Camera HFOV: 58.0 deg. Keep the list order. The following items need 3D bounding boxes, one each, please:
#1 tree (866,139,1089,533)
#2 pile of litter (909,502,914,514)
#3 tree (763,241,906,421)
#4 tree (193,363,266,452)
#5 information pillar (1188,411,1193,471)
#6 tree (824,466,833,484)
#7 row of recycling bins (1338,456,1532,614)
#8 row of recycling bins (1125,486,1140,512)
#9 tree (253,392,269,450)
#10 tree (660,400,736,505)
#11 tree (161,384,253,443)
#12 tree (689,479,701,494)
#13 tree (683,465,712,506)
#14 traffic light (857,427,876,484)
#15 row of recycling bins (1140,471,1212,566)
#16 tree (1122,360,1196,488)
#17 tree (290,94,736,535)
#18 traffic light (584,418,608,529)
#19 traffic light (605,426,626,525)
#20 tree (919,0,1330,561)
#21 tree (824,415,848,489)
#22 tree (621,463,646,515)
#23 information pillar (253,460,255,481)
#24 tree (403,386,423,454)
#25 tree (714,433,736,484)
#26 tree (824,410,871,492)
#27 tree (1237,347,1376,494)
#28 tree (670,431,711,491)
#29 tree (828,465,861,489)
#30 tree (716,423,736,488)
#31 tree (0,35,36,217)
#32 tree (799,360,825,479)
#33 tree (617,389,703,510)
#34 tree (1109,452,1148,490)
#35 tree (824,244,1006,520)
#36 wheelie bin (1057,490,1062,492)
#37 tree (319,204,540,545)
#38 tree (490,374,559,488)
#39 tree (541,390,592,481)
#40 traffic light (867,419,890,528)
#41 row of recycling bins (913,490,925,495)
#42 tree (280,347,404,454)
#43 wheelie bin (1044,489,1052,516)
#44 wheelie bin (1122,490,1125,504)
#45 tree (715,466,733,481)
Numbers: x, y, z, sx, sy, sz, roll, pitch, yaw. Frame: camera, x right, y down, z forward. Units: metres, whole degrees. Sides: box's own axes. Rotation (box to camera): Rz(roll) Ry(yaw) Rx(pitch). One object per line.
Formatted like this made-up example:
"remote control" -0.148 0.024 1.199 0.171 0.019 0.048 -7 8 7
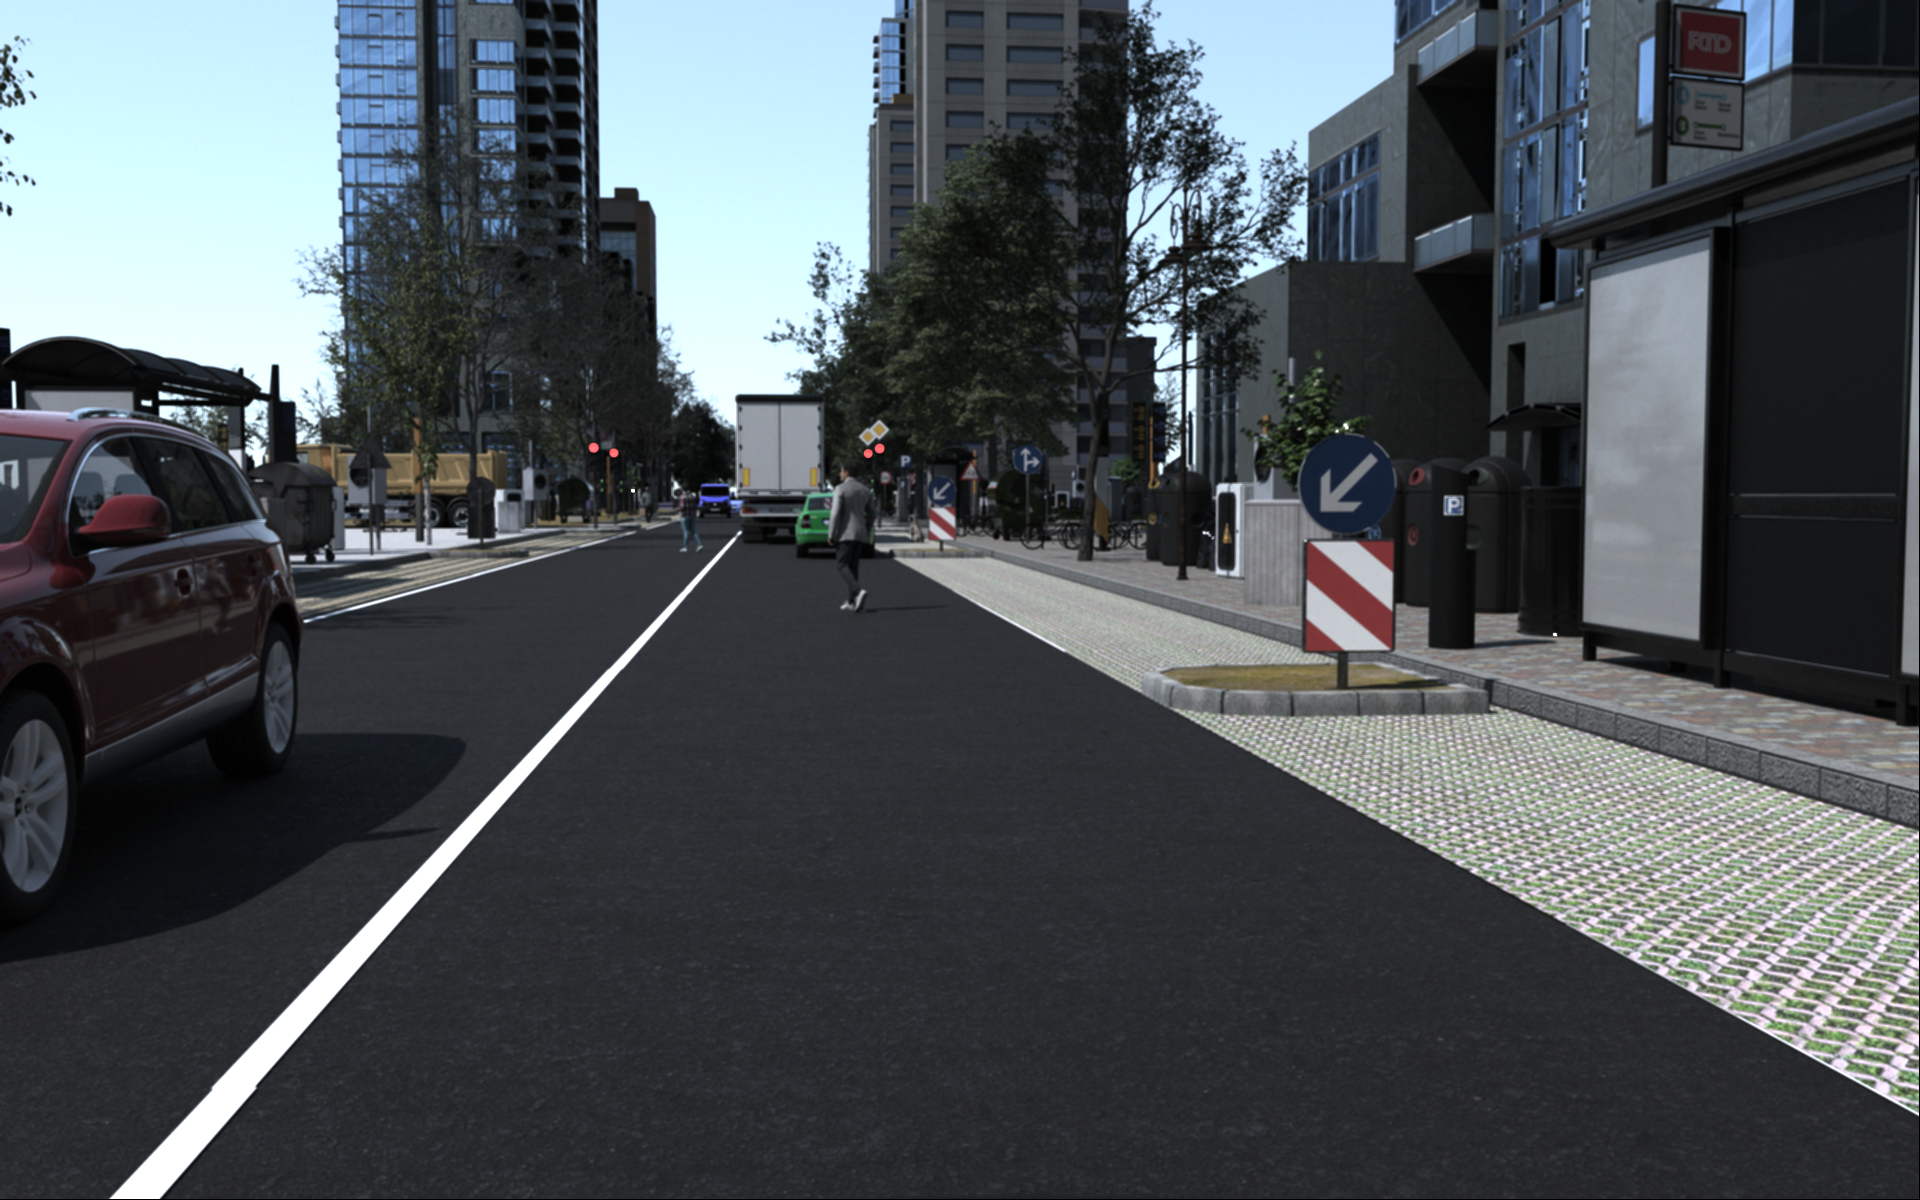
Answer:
"tree" 0.705 -8.436 56.062 7.486 12.596 7.792 0 3 0
"pile of litter" -2.958 -5.969 111.550 1.176 0.858 1.719 0 4 1
"tree" -8.050 -16.828 131.021 12.611 20.169 13.585 0 3 0
"tree" -41.486 -9.025 97.928 4.737 8.622 4.395 0 3 0
"information pillar" 6.550 -3.540 49.232 0.183 3.616 0.504 1 4 14
"tree" -24.131 -22.777 290.526 7.486 12.596 7.792 0 3 0
"row of recycling bins" 5.352 -0.800 20.196 1.069 1.692 3.534 -1 4 -21
"row of recycling bins" 8.948 -5.001 88.878 1.069 1.692 3.534 0 4 6
"tree" -48.902 -10.649 124.473 4.360 8.622 3.978 0 3 0
"tree" -31.627 -17.815 208.289 9.611 12.733 9.660 0 3 0
"tree" -45.907 -9.407 104.161 4.360 8.622 3.978 0 3 0
"tree" -28.676 -11.695 185.809 1.663 3.219 1.824 0 3 0
"tree" -29.325 -12.852 193.840 4.285 4.588 4.351 0 3 0
"traffic light" -3.896 -5.140 72.958 0.839 4.253 0.868 0 4 -6
"row of recycling bins" 4.117 -1.545 32.378 1.069 1.692 3.534 0 4 0
"tree" 10.949 -8.839 94.880 4.360 8.622 3.978 0 3 0
"tree" -15.433 -8.804 54.314 12.009 13.543 11.850 0 3 0
"traffic light" -13.449 -4.586 63.895 0.839 4.253 0.868 0 4 -6
"traffic light" -14.297 -5.071 71.835 0.839 4.253 0.868 0 4 -6
"tree" 2.641 -6.010 32.677 7.601 10.594 8.767 3 5 42
"tree" -15.833 -17.147 206.107 9.928 11.665 9.643 0 3 0
"tree" -20.499 -6.929 107.898 1.663 3.219 1.824 0 3 0
"information pillar" -41.239 -6.686 100.674 0.504 3.616 0.183 -2 4 -30
"tree" -30.912 -8.773 93.806 4.360 8.622 3.978 0 3 0
"tree" -40.700 -22.323 290.727 9.928 11.665 9.643 0 3 0
"tree" -8.733 -11.638 140.650 4.737 8.622 4.395 0 3 0
"tree" 4.735 -1.733 22.935 1.663 3.219 1.824 0 3 0
"tree" -28.184 -14.046 180.007 4.737 8.622 4.395 0 3 0
"tree" -11.278 -11.392 169.978 4.285 4.588 4.351 0 3 0
"tree" -41.240 -24.379 305.258 9.857 13.997 8.962 0 3 0
"tree" -11.317 -4.087 17.182 4.737 8.622 4.395 0 3 0
"tree" -9.847 -15.148 154.317 9.857 13.997 8.962 0 3 0
"tree" -24.733 -12.748 142.849 7.601 10.594 8.767 -1 4 -9
"tree" 13.101 -9.190 133.973 4.285 4.588 4.351 0 3 0
"tree" -2.076 -10.981 86.188 9.857 13.997 8.962 0 3 0
"wheelie bin" 7.579 -7.571 131.693 0.693 1.594 0.980 -1 4 -16
"tree" -13.573 -5.680 43.238 4.737 8.622 4.395 0 3 0
"tree" -24.351 -9.023 97.882 4.360 8.622 3.978 0 3 0
"tree" -26.493 -10.123 115.878 4.737 8.622 4.395 0 3 0
"traffic light" -3.048 -4.654 65.018 0.839 4.253 0.868 0 4 -6
"row of recycling bins" -2.356 -8.618 148.010 3.534 1.692 1.069 0 4 -1
"tree" -30.794 -8.271 85.588 4.360 8.622 3.978 0 3 0
"wheelie bin" 5.092 -5.774 102.316 0.693 1.594 0.980 -1 4 -16
"wheelie bin" 12.140 -7.443 129.601 0.980 1.594 0.693 0 4 -1
"tree" -37.492 -19.908 259.904 7.601 10.594 8.767 2 4 28
